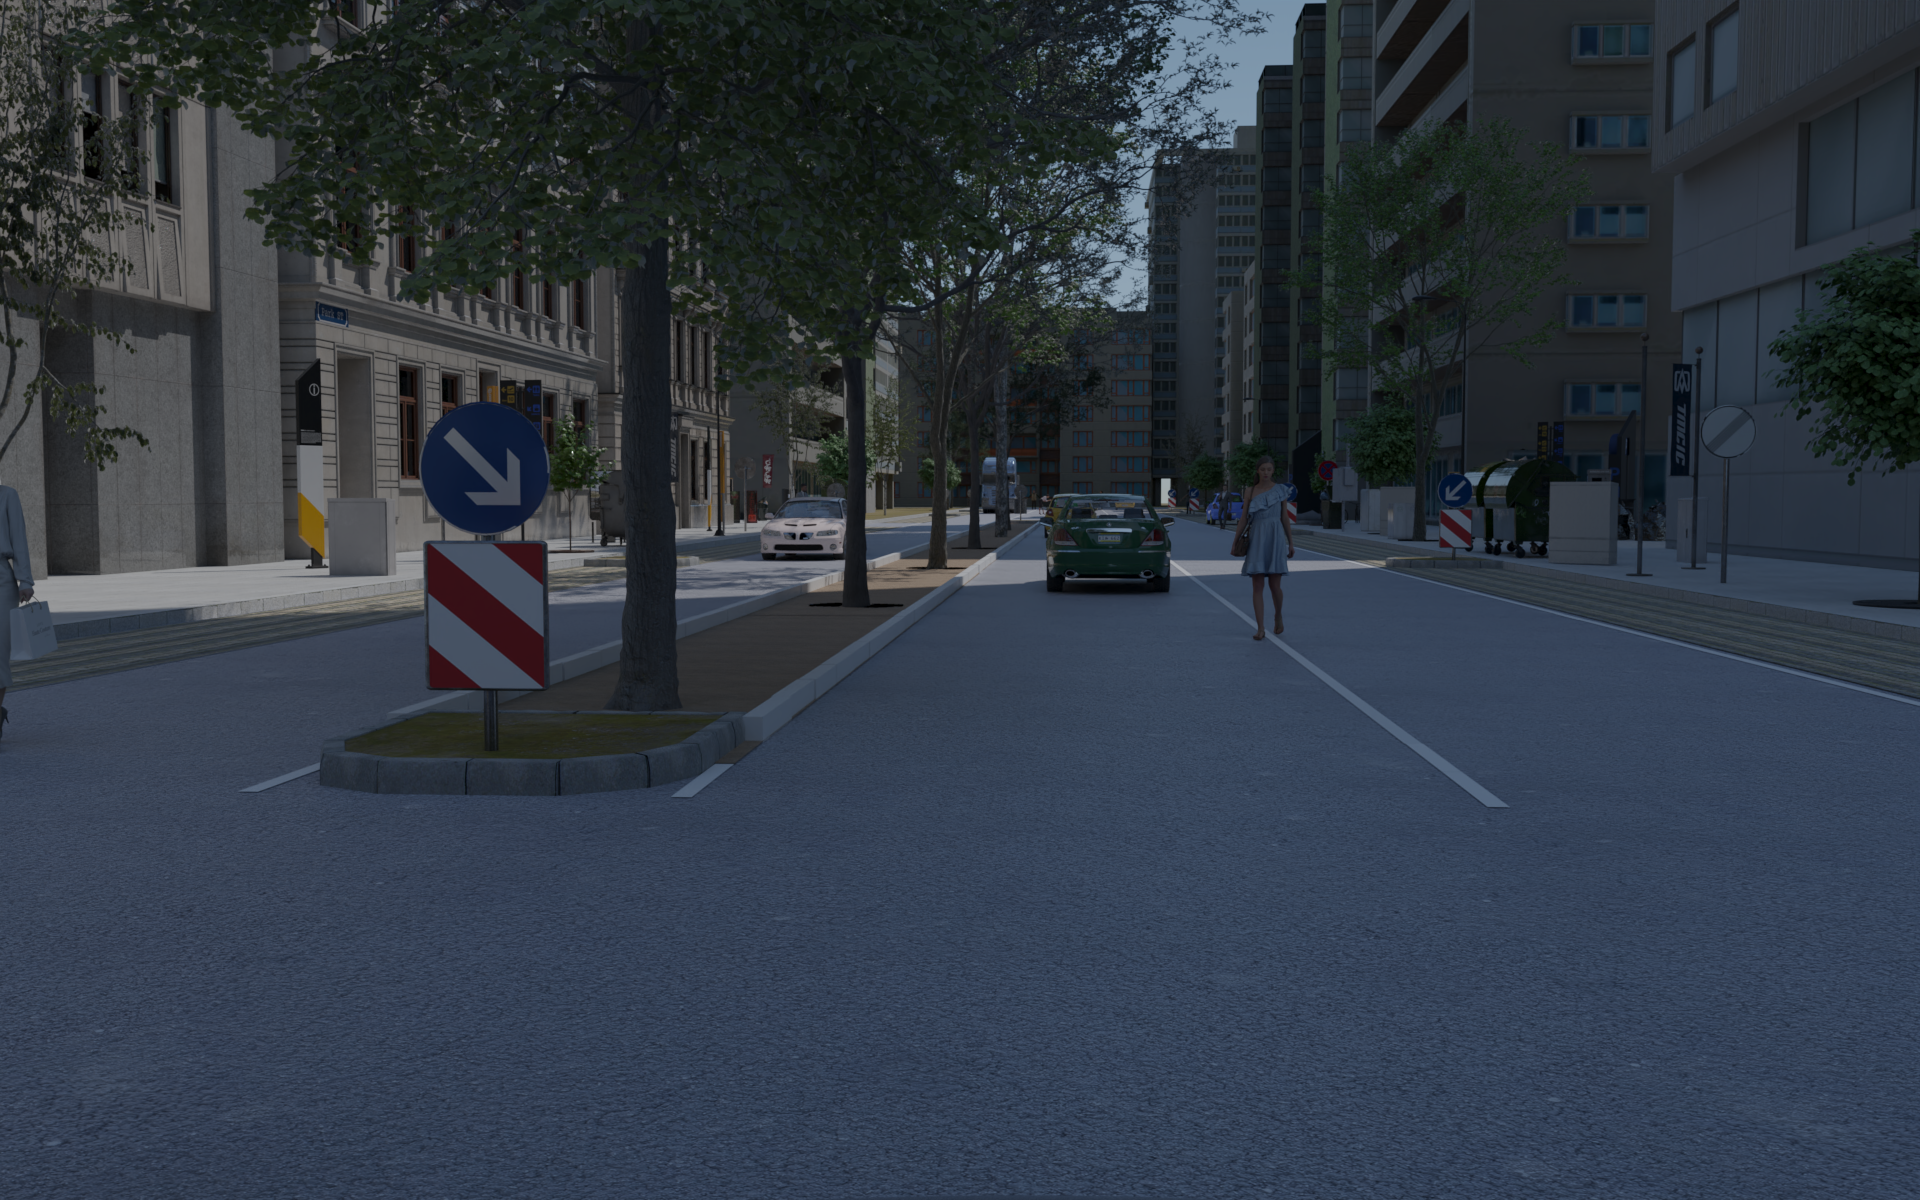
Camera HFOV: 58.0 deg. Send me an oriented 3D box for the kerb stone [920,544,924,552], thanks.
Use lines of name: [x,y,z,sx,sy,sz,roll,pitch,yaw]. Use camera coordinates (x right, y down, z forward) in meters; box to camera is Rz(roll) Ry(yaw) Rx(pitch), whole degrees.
kerb stone: [-1.056,-1.226,42.340,0.120,0.150,1.000,0,4,4]

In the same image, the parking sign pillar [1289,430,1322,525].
parking sign pillar: [14.490,-5.155,72.763,1.447,3.967,1.447,-1,4,-14]

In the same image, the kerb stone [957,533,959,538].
kerb stone: [-0.202,-1.983,54.620,0.120,0.150,1.000,0,4,4]

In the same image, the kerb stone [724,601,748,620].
kerb stone: [-2.621,0.143,19.857,0.120,0.150,1.000,0,4,4]

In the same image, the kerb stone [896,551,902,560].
kerb stone: [-1.411,-0.919,37.215,0.120,0.150,1.000,0,4,4]

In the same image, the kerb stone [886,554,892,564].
kerb stone: [-1.556,-0.793,35.170,0.120,0.150,1.000,0,4,4]

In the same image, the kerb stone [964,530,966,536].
kerb stone: [0.011,-2.168,57.690,0.120,0.150,1.000,0,4,4]

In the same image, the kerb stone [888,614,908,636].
kerb stone: [-0.670,0.280,17.636,0.120,0.150,1.000,0,4,4]

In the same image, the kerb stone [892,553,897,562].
kerb stone: [-1.483,-0.856,36.196,0.120,0.150,1.000,0,4,4]

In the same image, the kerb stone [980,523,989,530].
kerb stone: [1.008,-3.046,71.998,0.120,0.150,1.000,0,4,4]

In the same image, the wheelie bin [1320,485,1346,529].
wheelie bin: [13.630,-3.400,63.490,0.980,1.594,0.693,-1,4,-17]

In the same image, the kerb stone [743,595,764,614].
kerb stone: [-2.550,0.081,20.878,0.120,0.150,1.000,0,4,4]

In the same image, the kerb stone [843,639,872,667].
kerb stone: [-0.885,0.466,14.572,0.120,0.150,1.000,0,4,4]

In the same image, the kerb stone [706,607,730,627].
kerb stone: [-2.696,0.210,18.838,0.120,0.150,1.000,0,4,4]

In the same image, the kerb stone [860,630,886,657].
kerb stone: [-0.809,0.404,15.592,0.120,0.150,1.000,0,4,4]

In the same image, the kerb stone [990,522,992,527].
kerb stone: [1.158,-3.171,74.049,0.120,0.150,1.000,0,4,4]

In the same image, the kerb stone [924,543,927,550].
kerb stone: [-0.988,-1.294,43.360,0.120,0.150,1.000,0,4,4]

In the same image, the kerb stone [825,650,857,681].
kerb stone: [-0.953,0.529,13.552,0.120,0.150,1.000,0,4,4]

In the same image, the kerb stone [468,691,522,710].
kerb stone: [-3.190,0.644,11.672,0.120,0.150,1.000,0,4,4]

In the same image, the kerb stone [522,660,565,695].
kerb stone: [-3.123,0.581,12.698,0.120,0.150,1.000,0,4,4]

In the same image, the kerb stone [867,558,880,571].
kerb stone: [-1.698,-0.665,33.131,0.120,0.150,1.000,0,4,4]

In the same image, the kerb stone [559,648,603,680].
kerb stone: [-3.043,0.522,13.727,0.120,0.150,1.000,0,4,4]

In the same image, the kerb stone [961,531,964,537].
kerb stone: [-0.054,-2.106,56.669,0.120,0.150,1.000,0,4,4]

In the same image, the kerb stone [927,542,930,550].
kerb stone: [-0.904,-1.358,44.391,0.120,0.150,1.000,0,4,4]

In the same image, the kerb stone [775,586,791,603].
kerb stone: [-2.411,-0.044,22.921,0.120,0.150,1.000,0,4,4]

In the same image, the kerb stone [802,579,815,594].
kerb stone: [-2.261,-0.169,24.960,0.120,0.150,1.000,0,4,4]

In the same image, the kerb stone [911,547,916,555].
kerb stone: [-1.198,-1.106,40.285,0.120,0.150,1.000,0,4,4]

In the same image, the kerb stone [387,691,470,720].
kerb stone: [-3.261,0.707,10.641,0.120,0.150,1.000,0,4,4]

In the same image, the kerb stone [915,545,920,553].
kerb stone: [-1.130,-1.169,41.305,0.120,0.150,1.000,0,4,4]

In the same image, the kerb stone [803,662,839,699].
kerb stone: [-1.024,0.593,12.526,0.120,0.150,1.000,0,4,4]

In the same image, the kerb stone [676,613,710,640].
kerb stone: [-2.763,0.268,17.817,0.120,0.150,1.000,0,4,4]

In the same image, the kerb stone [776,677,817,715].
kerb stone: [-1.105,0.657,11.507,0.120,0.150,1.000,0,4,4]

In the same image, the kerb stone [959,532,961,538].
kerb stone: [-0.132,-2.046,55.650,0.120,0.150,1.000,0,4,4]

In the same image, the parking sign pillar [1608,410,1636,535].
parking sign pillar: [21.094,-4.082,55.219,1.447,3.967,1.447,3,5,40]

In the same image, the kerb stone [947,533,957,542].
kerb stone: [-0.272,-1.920,53.592,0.120,0.150,1.000,0,4,4]

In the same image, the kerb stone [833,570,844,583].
kerb stone: [-2.049,-0.351,28.023,0.120,0.150,1.000,0,4,4]

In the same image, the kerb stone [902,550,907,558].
kerb stone: [-1.341,-0.978,38.235,0.120,0.150,1.000,0,4,4]

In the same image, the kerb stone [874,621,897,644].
kerb stone: [-0.740,0.341,16.616,0.120,0.150,1.000,0,4,4]

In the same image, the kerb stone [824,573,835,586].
kerb stone: [-2.125,-0.294,27.000,0.120,0.150,1.000,0,4,4]

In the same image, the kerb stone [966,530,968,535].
kerb stone: [0.093,-2.233,58.709,0.120,0.150,1.000,0,4,4]

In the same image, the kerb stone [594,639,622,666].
kerb stone: [-2.977,0.455,14.753,0.120,0.150,1.000,0,4,4]

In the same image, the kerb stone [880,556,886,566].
kerb stone: [-1.627,-0.728,34.151,0.120,0.150,1.000,0,4,4]

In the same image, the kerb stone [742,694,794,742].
kerb stone: [-1.161,0.717,10.486,0.120,0.150,1.000,0,4,4]

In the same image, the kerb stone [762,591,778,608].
kerb stone: [-2.478,0.018,21.900,0.120,0.150,1.000,0,4,4]

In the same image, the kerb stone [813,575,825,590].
kerb stone: [-2.193,-0.231,25.980,0.120,0.150,1.000,0,4,4]

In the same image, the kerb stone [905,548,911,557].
kerb stone: [-1.266,-1.043,39.256,0.120,0.150,1.000,0,4,4]

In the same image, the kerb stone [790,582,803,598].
kerb stone: [-2.341,-0.107,23.941,0.120,0.150,1.000,0,4,4]
